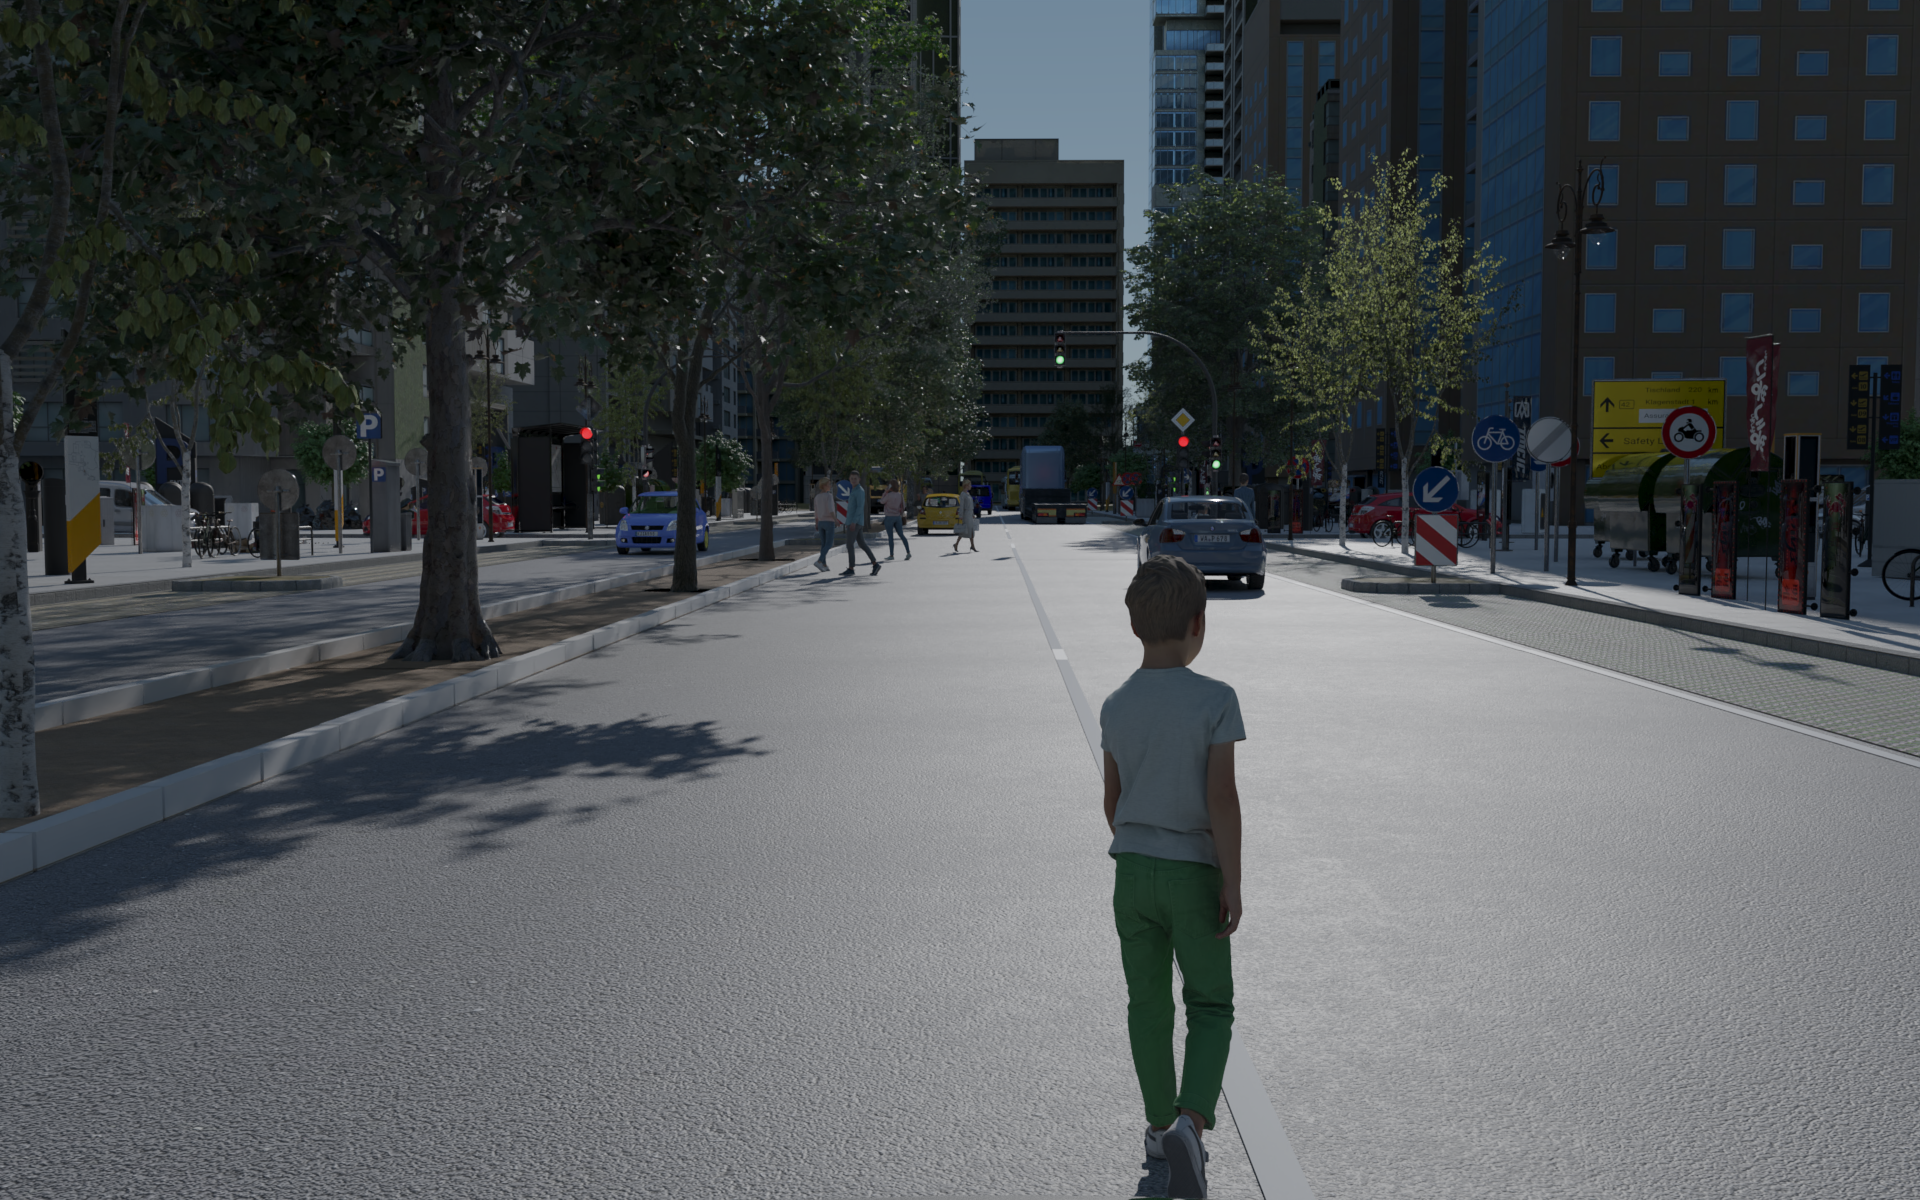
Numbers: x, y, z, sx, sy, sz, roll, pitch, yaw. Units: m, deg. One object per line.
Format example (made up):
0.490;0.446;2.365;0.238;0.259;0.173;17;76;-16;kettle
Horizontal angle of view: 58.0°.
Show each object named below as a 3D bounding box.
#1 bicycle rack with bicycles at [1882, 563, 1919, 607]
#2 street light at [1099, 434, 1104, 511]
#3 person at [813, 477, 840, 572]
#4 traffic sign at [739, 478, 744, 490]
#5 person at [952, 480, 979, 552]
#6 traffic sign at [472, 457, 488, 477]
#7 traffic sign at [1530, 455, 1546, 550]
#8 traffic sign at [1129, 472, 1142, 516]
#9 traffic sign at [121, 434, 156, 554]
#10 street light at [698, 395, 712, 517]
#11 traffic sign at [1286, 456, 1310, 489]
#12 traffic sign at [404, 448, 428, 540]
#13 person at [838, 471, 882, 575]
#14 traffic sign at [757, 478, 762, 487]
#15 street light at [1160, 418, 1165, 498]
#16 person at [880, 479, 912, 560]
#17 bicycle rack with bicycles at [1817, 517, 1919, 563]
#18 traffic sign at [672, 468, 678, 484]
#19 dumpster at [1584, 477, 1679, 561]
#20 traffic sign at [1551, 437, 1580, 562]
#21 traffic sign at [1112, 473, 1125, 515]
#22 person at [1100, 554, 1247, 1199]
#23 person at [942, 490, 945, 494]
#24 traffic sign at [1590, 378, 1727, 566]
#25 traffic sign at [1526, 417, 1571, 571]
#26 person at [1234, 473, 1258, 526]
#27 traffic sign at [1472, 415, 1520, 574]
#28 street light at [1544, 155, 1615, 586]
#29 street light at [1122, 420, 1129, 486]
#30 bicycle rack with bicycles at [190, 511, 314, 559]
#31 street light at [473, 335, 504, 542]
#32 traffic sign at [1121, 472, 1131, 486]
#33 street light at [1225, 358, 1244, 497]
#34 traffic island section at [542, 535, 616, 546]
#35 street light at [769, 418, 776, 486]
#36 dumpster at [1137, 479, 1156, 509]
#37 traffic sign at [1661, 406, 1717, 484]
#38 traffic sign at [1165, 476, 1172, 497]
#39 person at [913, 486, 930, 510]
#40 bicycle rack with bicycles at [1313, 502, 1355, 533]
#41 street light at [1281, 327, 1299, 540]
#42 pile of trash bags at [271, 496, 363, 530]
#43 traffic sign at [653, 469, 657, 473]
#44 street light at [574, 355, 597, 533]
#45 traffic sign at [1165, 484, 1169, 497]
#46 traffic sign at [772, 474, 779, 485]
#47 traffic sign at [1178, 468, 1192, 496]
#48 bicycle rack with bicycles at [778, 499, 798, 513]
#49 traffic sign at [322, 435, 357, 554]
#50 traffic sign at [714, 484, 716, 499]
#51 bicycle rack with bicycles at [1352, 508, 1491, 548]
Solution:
12.059;-0.393;19.801;2.852;0.926;2.925;-3;5;-40;bicycle rack with bicycles
10.617;-9.638;130.371;0.468;5.910;1.993;0;4;1;street light
-2.495;-1.393;31.942;0.731;1.740;0.598;2;4;33;person
-14.224;-6.709;111.829;0.606;2.300;0.079;0;4;5;traffic sign
0.142;-2.076;42.788;0.624;1.780;0.694;2;4;33;person
-16.539;-3.620;59.291;0.768;2.556;0.104;0;4;5;traffic sign
13.176;-2.411;39.525;0.768;2.556;0.104;0;4;2;traffic sign
10.165;-6.112;100.036;0.768;2.556;0.104;1;4;11;traffic sign
-17.541;-2.256;36.987;0.768;2.556;0.104;0;4;4;traffic sign
-11.972;-6.638;81.325;0.468;5.910;1.993;0;4;1;street light
11.132;-3.488;57.134;0.768;2.556;0.104;0;4;4;traffic sign
-14.991;-2.923;47.892;0.768;2.556;0.104;0;4;4;traffic sign
-1.767;-1.354;30.495;0.748;1.841;0.638;0;4;2;person
-14.242;-7.642;124.943;0.884;2.594;0.081;0;4;2;traffic sign
9.753;-6.723;82.703;0.468;5.910;1.993;0;4;1;street light
-1.363;-1.748;37.676;0.593;1.750;0.643;-3;5;-40;person
18.186;-1.363;35.660;2.852;0.926;2.925;2;4;35;bicycle rack with bicycles
-13.719;-5.159;84.450;0.768;2.556;0.104;1;4;10;traffic sign
13.352;-1.932;34.089;1.502;2.255;1.985;0;4;1;dumpster
11.262;-1.991;32.655;0.768;2.556;0.104;0;4;7;traffic sign
9.966;-6.632;108.432;0.884;2.594;0.081;1;4;9;traffic sign
0.437;0.560;3.595;0.306;1.304;0.590;1;4;8;person
-1.396;-8.813;152.674;0.705;1.814;1.350;1;4;18;person
12.279;-2.242;30.537;2.265;3.308;0.079;1;4;9;traffic sign
9.725;-1.746;28.651;0.768;2.556;0.104;0;4;6;traffic sign
5.368;-1.478;32.694;0.581;1.822;0.654;-1;4;-9;person
8.613;-1.701;27.920;0.768;2.556;0.104;0;4;5;traffic sign
8.570;-3.139;24.108;0.468;5.910;1.993;0;4;1;street light
10.182;-8.180;106.537;0.468;5.910;1.993;0;4;1;street light
-14.632;-1.335;35.204;2.852;0.926;2.925;0;4;7;bicycle rack with bicycles
-12.523;-4.483;46.080;0.468;5.910;1.993;0;4;1;street light
9.868;-6.230;101.969;0.768;2.556;0.104;1;4;10;traffic sign
9.310;-5.265;58.868;0.468;5.910;1.993;0;4;1;street light
-10.457;-1.630;48.931;2.009;0.180;2.903;0;4;1;traffic island section
-11.456;-8.113;105.438;0.468;5.910;1.993;0;4;1;street light
11.875;-6.546;109.523;1.502;2.255;1.985;0;4;1;dumpster
10.504;-1.525;25.043;0.768;2.556;0.104;0;4;5;traffic sign
12.973;-6.529;106.854;0.768;2.556;0.104;0;4;1;traffic sign
-1.562;-3.800;70.987;0.716;1.782;0.532;0;4;1;person
13.273;-2.712;57.720;2.852;0.926;2.925;0;4;-6;bicycle rack with bicycles
9.180;-4.596;47.939;0.468;5.910;1.993;0;4;1;street light
-23.181;-3.191;61.926;1.912;1.369;3.447;2;4;30;pile of trash bags
-14.818;-5.046;82.613;0.768;2.556;0.104;0;4;6;traffic sign
-12.303;-5.154;57.060;0.468;5.910;1.993;0;4;1;street light
13.687;-6.950;113.643;0.884;2.594;0.081;0;4;4;traffic sign
-11.895;-6.723;110.020;0.768;2.556;0.104;0;4;3;traffic sign
10.880;-5.140;84.143;0.768;2.556;0.104;1;4;8;traffic sign
-13.439;-7.073;129.025;2.925;0.926;2.852;-2;4;-29;bicycle rack with bicycles
-13.364;-2.275;37.296;0.768;2.556;0.104;0;4;6;traffic sign
-15.423;-6.672;109.192;0.768;2.556;0.104;0;4;4;traffic sign
11.379;-1.735;41.746;2.925;0.926;2.852;0;4;-4;bicycle rack with bicycles
